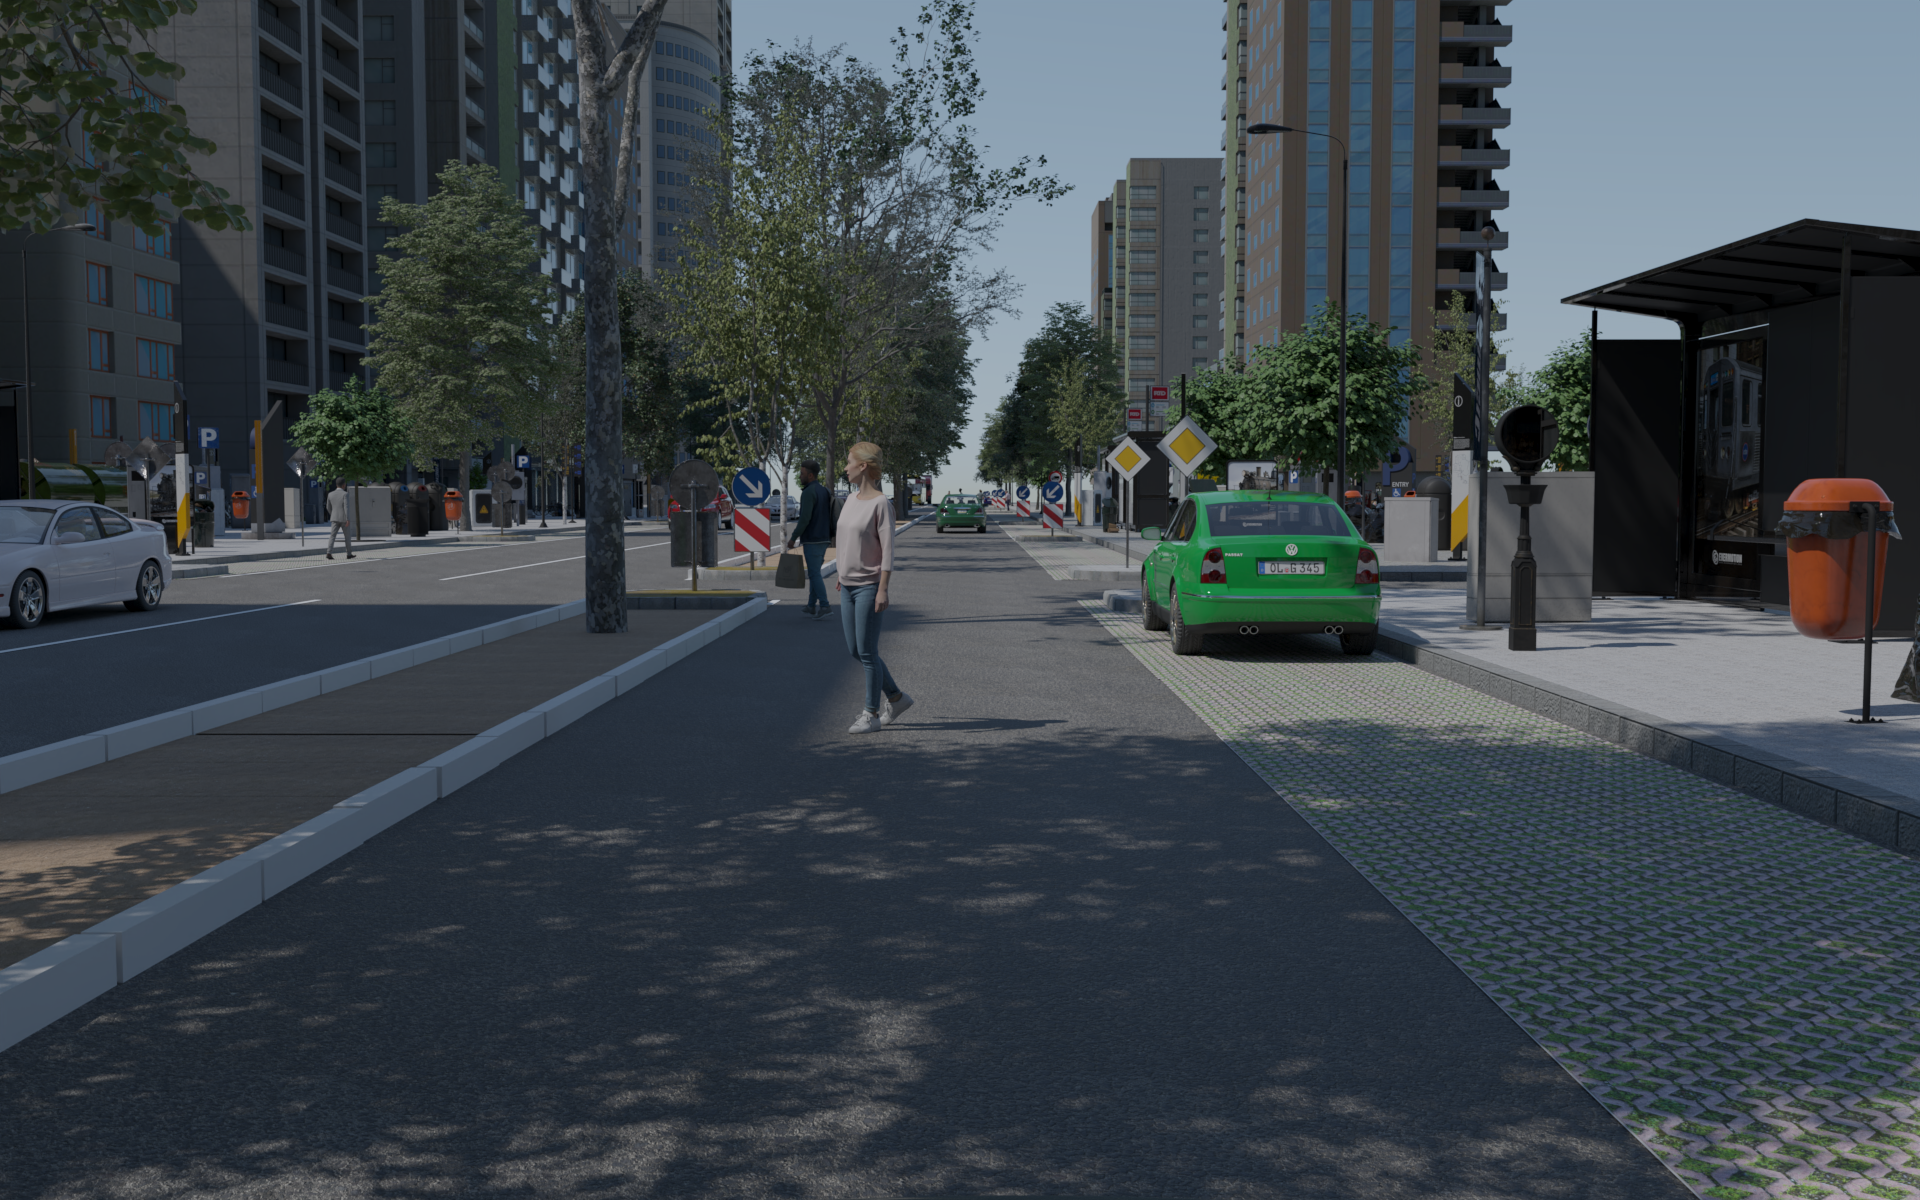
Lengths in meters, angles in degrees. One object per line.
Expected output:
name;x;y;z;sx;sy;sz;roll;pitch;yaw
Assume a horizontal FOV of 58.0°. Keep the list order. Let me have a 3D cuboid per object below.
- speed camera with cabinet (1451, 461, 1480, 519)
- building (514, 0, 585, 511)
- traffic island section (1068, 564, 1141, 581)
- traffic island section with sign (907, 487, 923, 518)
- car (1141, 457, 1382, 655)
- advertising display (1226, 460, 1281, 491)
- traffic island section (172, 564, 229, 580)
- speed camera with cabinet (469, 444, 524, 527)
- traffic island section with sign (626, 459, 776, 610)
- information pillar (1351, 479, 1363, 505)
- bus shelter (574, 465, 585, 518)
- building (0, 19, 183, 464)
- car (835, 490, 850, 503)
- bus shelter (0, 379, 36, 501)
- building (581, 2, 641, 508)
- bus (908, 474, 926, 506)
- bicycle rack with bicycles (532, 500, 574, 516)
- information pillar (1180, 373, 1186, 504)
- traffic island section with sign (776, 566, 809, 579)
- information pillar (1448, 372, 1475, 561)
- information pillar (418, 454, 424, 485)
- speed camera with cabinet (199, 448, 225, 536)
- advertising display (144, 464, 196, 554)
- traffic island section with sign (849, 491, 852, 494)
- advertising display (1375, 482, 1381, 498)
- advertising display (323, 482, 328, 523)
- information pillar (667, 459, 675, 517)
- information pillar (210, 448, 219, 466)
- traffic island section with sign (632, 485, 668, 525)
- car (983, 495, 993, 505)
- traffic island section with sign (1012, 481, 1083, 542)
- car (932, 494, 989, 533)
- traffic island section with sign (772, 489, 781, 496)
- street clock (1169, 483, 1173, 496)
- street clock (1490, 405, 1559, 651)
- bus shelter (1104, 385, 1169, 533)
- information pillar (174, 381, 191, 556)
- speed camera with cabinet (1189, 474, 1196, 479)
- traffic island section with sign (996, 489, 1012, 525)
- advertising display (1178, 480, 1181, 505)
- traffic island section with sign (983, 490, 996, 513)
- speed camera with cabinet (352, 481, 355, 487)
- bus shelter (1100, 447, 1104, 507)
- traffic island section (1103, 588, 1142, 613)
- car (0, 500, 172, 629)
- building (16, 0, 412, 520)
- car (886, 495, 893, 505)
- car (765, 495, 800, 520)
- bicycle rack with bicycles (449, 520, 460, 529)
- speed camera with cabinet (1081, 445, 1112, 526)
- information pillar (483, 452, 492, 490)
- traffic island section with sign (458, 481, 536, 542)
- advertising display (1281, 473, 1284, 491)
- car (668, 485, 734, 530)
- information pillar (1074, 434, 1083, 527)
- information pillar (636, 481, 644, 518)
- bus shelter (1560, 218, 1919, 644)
speed camera with cabinet;19.996;-4.601;69.562;0.660;3.252;2.038;-3;4;-38
building;-41.712;-31.479;134.287;23.786;49.044;30.456;0;4;0
traffic island section;2.918;-0.472;29.991;2.009;0.180;2.903;0;4;0
traffic island section with sign;-3.219;-5.913;104.813;2.006;1.907;1.989;0;4;0
car;2.787;-0.484;16.713;1.959;1.807;4.718;0;4;0
advertising display;5.487;-1.673;32.567;0.974;1.923;0.123;1;4;13
traffic island section;-14.073;-0.476;30.057;2.009;0.180;2.903;0;4;0
speed camera with cabinet;-18.316;-4.535;68.484;2.038;3.252;0.660;-2;4;-25
traffic island section with sign;-3.519;-0.864;22.267;2.006;1.907;1.989;0;4;0
information pillar;13.313;-3.276;58.058;0.304;2.012;0.304;-1;4;-13
bus shelter;-19.449;-6.291;94.148;1.731;3.624;6.357;0;4;0
building;-46.321;-13.001;57.608;27.650;21.520;28.899;0;4;0
car;-10.261;-8.495;147.565;2.281;1.827;5.304;0;4;-1
bus shelter;-20.404;-2.592;33.654;1.731;3.624;6.357;0;3;0
building;-37.327;-30.982;156.671;14.600;45.320;14.200;0;4;0
bus;-5.757;-13.630;214.403;2.896;3.916;12.252;0;4;1
bicycle rack with bicycles;-24.589;-5.489;103.127;2.925;0.926;2.852;0;4;-4
information pillar;4.363;-2.599;33.848;0.183;3.616;0.504;1;4;9
traffic island section with sign;-3.482;-1.317;29.675;2.006;1.907;1.989;0;4;0
information pillar;9.622;-2.558;33.185;0.183;3.616;0.504;-2;4;-28
information pillar;-28.366;-6.105;91.172;0.504;3.616;0.183;3;5;42
speed camera with cabinet;-23.003;-3.604;53.269;0.660;3.252;2.038;-2;4;-26
advertising display;-16.770;-1.930;36.772;0.974;1.923;0.123;-2;4;-25
traffic island section with sign;-13.426;-12.422;211.723;1.989;1.847;2.006;0;4;0
advertising display;22.767;-5.366;92.950;0.974;1.923;0.123;0;4;3
advertising display;-28.710;-4.463;78.188;0.123;1.923;0.974;-3;4;-36
information pillar;-16.061;-6.417;96.265;0.504;3.616;0.183;2;4;35
information pillar;-32.430;-5.130;75.224;0.183;3.616;0.504;3;5;40
traffic island section with sign;-13.909;-4.336;79.519;1.989;1.847;2.006;0;4;0
car;3.436;-10.915;191.034;1.945;1.354;3.894;0;4;1
traffic island section with sign;2.677;-2.694;52.680;1.989;1.847;2.006;0;4;0
car;0.026;-3.229;64.595;2.131;1.459;4.920;0;4;-1
traffic island section with sign;-13.712;-7.391;129.470;1.989;1.847;2.006;0;4;0
street clock;8.614;-4.130;72.096;0.471;2.002;0.358;-1;4;-20
street clock;4.619;-0.587;14.171;0.471;2.002;0.358;0;4;6
bus shelter;6.644;-5.137;61.619;2.179;5.291;8.768;0;4;0
information pillar;-16.081;-2.719;35.803;0.183;3.616;0.504;-3;5;-45
speed camera with cabinet;11.549;-5.303;81.044;0.660;3.252;2.038;-3;5;-43
traffic island section with sign;2.782;-4.356;79.847;1.989;1.847;2.006;0;4;0
advertising display;9.956;-4.477;78.406;0.123;1.923;0.974;0;4;4
traffic island section with sign;2.948;-7.419;129.930;1.989;1.847;2.006;0;4;0
speed camera with cabinet;-28.557;-5.483;83.978;0.660;3.252;2.038;2;4;25
bus shelter;7.401;-6.161;78.356;2.179;5.291;8.768;0;4;0
traffic island section;2.889;0.017;22.006;2.009;0.180;2.903;0;4;0
car;-10.808;-0.459;19.864;2.083;1.381;4.827;0;4;0
building;-40.379;-39.787;88.764;20.563;71.187;20.611;0;4;0
car;-6.861;-9.389;166.087;1.945;1.354;3.894;0;3;0
car;-9.937;-5.133;96.294;2.083;1.381;4.827;0;4;0
bicycle rack with bicycles;-19.440;-3.089;63.882;2.852;0.926;2.925;0;4;7
speed camera with cabinet;5.503;-4.610;69.713;0.660;3.252;2.038;2;4;26
information pillar;-25.884;-6.334;94.922;0.504;3.616;0.183;-1;4;-20
traffic island section with sign;-13.997;-2.687;52.564;1.989;1.847;2.006;0;4;0
advertising display;9.680;-2.940;53.280;0.123;1.923;0.974;3;4;39
car;-10.422;-3.748;69.950;2.281;1.827;5.304;0;4;1
information pillar;4.654;-4.694;68.094;0.183;3.616;0.504;-2;4;-25
information pillar;-17.346;-5.465;93.836;0.304;2.012;0.304;-3;4;-36
bus shelter;8.072;-1.627;17.892;1.731;3.624;6.357;0;4;0
